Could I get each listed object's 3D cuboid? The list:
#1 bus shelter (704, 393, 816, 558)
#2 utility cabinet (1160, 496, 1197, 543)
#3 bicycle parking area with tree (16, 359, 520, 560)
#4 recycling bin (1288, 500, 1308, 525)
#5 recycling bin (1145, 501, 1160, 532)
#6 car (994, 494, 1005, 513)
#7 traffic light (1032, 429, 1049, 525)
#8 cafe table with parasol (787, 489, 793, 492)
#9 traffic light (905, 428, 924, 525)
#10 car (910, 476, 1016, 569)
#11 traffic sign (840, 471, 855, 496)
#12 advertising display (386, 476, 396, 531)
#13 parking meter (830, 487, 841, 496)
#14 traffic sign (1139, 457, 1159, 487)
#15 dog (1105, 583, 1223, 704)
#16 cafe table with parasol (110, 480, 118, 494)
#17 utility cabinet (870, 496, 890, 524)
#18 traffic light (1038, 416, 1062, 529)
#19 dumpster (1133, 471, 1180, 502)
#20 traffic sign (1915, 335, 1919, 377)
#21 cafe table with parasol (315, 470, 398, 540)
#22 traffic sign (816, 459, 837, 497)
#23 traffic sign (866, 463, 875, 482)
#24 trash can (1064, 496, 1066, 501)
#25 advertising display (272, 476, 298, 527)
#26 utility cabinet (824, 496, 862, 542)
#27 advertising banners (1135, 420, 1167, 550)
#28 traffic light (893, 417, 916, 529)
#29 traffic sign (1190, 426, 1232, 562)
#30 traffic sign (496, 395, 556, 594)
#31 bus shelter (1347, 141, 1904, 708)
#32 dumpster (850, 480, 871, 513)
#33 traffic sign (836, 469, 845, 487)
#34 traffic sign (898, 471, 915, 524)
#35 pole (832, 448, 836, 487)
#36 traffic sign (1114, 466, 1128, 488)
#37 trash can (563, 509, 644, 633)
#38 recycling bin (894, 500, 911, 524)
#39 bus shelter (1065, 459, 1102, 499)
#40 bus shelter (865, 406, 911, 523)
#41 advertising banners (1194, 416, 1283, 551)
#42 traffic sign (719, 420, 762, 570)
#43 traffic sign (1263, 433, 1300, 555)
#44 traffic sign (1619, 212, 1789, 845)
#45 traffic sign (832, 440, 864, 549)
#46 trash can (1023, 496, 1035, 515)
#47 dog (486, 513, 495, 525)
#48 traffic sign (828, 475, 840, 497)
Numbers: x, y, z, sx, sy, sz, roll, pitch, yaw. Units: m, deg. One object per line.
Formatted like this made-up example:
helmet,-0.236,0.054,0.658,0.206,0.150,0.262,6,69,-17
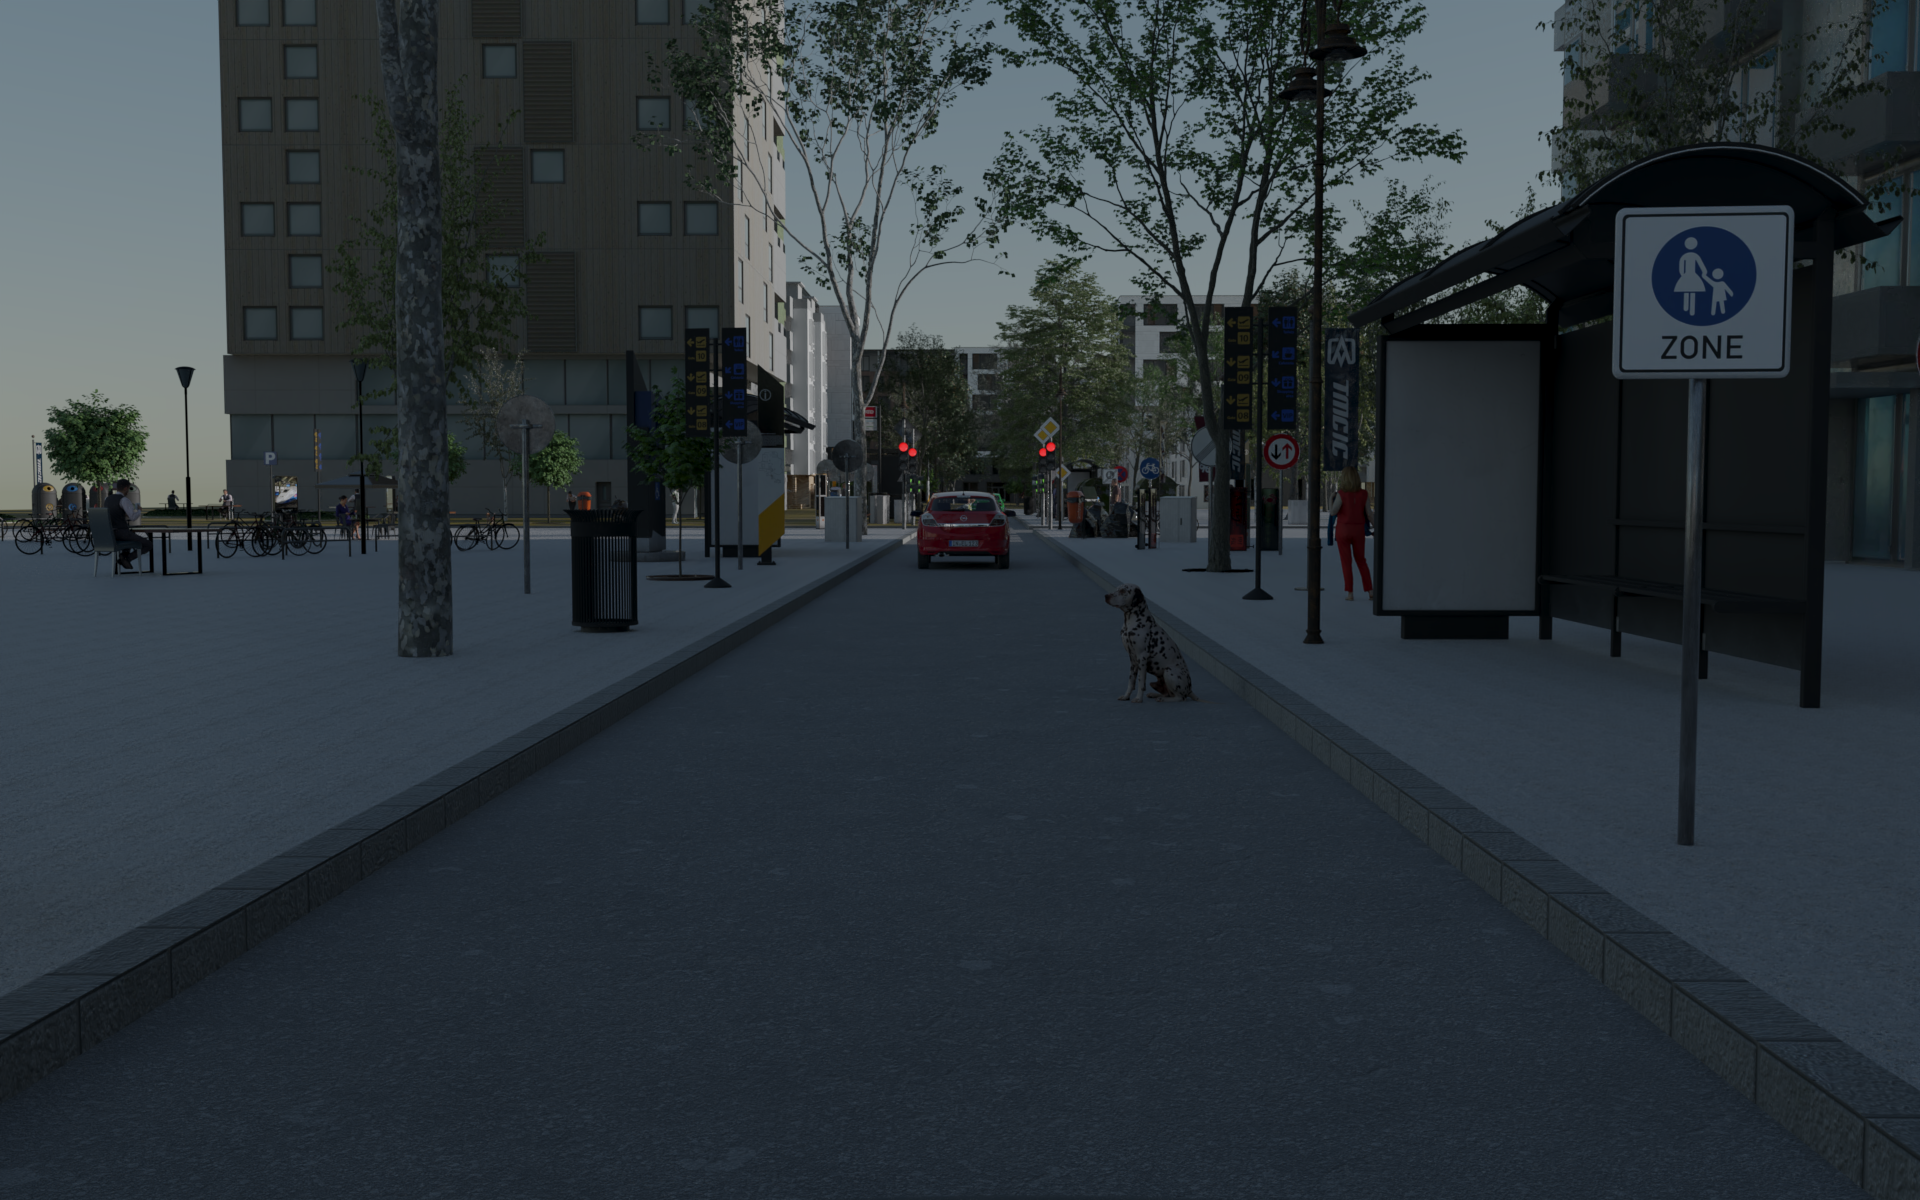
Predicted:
bus shelter,-4.375,-2.662,37.453,2.014,3.302,5.546,0,4,1
utility cabinet,5.820,-2.144,46.213,1.020,1.237,0.306,3,5,43
bicycle parking area with tree,-14.978,-3.124,38.082,8.231,4.147,9.016,3,4,39
recycling bin,14.185,-3.677,72.666,0.722,1.027,0.722,0,4,-2
recycling bin,6.703,-2.844,59.055,0.722,1.027,0.722,0,4,-1
car,1.893,-6.204,110.234,1.959,1.807,4.718,0,4,1
traffic light,3.373,-5.009,70.816,0.839,4.253,0.868,0,4,1
cafe table with parasol,-15.264,-8.542,144.523,2.610,1.966,2.610,0,4,3
traffic light,-1.908,-5.012,70.873,0.839,4.253,0.868,0,4,1
car,0.063,-1.565,34.629,2.155,1.783,4.494,0,4,0
traffic sign,-4.718,-4.484,73.420,0.768,2.556,0.104,0,4,8
advertising display,-20.096,-3.422,61.164,0.123,1.923,0.974,-2,4,-31
parking meter,-4.207,-3.074,58.663,0.372,1.533,0.369,0,3,0
traffic sign,6.619,-3.678,60.240,0.768,2.556,0.104,0,4,4
dog,1.447,0.300,11.929,0.800,0.831,0.513,1,4,22
cafe table with parasol,-37.268,-4.377,76.427,2.610,1.966,2.610,2,4,32
utility cabinet,-3.527,-3.969,76.049,0.306,1.237,1.020,3,4,37
traffic light,3.262,-4.521,62.832,0.839,4.253,0.868,0,4,1
dumpster,7.011,-3.622,61.710,1.502,2.255,1.985,0,4,1
traffic sign,6.463,-0.669,11.048,0.768,2.556,0.104,1,4,9
cafe table with parasol,-16.679,-2.673,48.563,2.610,1.966,2.610,-1,4,-17
traffic sign,-4.900,-3.884,63.604,0.768,2.556,0.104,0,4,5
traffic sign,-3.877,-4.322,70.776,0.768,2.556,0.104,0,4,5
trash can,6.303,-5.936,108.705,0.748,1.137,0.748,0,3,0
advertising display,-23.759,-3.413,61.011,0.123,1.923,0.974,2,4,31
utility cabinet,-3.148,-2.167,46.596,1.020,1.237,0.306,2,4,28
advertising banners,4.515,-2.721,40.670,0.090,3.025,2.074,2,4,26
traffic light,-2.018,-4.524,62.888,0.839,4.253,0.868,0,4,1
traffic sign,4.669,-1.967,32.266,0.768,2.556,0.104,0,4,3
traffic sign,-5.572,-1.353,22.232,0.768,2.556,0.104,0,4,2
bus shelter,4.420,-1.151,12.744,2.014,3.302,5.546,0,4,1
dumpster,-4.912,-5.231,88.025,1.502,2.255,1.985,0,4,1
traffic sign,-5.654,-4.967,81.317,0.768,2.556,0.104,0,4,6
traffic sign,-2.247,-4.547,74.351,0.884,2.594,0.081,0,4,6
pole,-5.629,-5.107,77.338,0.158,3.312,0.155,0,3,0
traffic sign,7.237,-4.797,78.542,0.768,2.556,0.104,1,4,9
trash can,-3.324,-0.278,16.194,0.748,1.137,0.748,0,3,0
recycling bin,-2.405,-3.844,75.403,0.722,1.027,0.722,-2,4,-26
bus shelter,7.230,-6.655,102.735,2.014,3.302,5.546,0,4,1
bus shelter,-3.368,-6.339,81.274,2.179,5.291,8.768,0,4,1
advertising banners,6.244,-2.611,38.880,2.074,3.025,0.090,0,4,-7
traffic sign,-3.726,-1.786,29.308,0.768,2.556,0.104,0,4,1
traffic sign,6.738,-2.216,36.336,0.768,2.556,0.104,1,4,11
traffic sign,2.656,-0.253,6.270,0.606,2.300,0.079,0,4,6
traffic sign,-2.638,-2.473,40.532,0.768,2.556,0.104,1,4,9
trash can,4.194,-5.757,105.785,0.748,1.137,0.748,0,3,0
dog,-19.491,-3.371,71.943,0.406,0.507,0.540,-1,4,-21
traffic sign,-5.380,-4.352,71.162,0.884,2.594,0.081,0,4,7
